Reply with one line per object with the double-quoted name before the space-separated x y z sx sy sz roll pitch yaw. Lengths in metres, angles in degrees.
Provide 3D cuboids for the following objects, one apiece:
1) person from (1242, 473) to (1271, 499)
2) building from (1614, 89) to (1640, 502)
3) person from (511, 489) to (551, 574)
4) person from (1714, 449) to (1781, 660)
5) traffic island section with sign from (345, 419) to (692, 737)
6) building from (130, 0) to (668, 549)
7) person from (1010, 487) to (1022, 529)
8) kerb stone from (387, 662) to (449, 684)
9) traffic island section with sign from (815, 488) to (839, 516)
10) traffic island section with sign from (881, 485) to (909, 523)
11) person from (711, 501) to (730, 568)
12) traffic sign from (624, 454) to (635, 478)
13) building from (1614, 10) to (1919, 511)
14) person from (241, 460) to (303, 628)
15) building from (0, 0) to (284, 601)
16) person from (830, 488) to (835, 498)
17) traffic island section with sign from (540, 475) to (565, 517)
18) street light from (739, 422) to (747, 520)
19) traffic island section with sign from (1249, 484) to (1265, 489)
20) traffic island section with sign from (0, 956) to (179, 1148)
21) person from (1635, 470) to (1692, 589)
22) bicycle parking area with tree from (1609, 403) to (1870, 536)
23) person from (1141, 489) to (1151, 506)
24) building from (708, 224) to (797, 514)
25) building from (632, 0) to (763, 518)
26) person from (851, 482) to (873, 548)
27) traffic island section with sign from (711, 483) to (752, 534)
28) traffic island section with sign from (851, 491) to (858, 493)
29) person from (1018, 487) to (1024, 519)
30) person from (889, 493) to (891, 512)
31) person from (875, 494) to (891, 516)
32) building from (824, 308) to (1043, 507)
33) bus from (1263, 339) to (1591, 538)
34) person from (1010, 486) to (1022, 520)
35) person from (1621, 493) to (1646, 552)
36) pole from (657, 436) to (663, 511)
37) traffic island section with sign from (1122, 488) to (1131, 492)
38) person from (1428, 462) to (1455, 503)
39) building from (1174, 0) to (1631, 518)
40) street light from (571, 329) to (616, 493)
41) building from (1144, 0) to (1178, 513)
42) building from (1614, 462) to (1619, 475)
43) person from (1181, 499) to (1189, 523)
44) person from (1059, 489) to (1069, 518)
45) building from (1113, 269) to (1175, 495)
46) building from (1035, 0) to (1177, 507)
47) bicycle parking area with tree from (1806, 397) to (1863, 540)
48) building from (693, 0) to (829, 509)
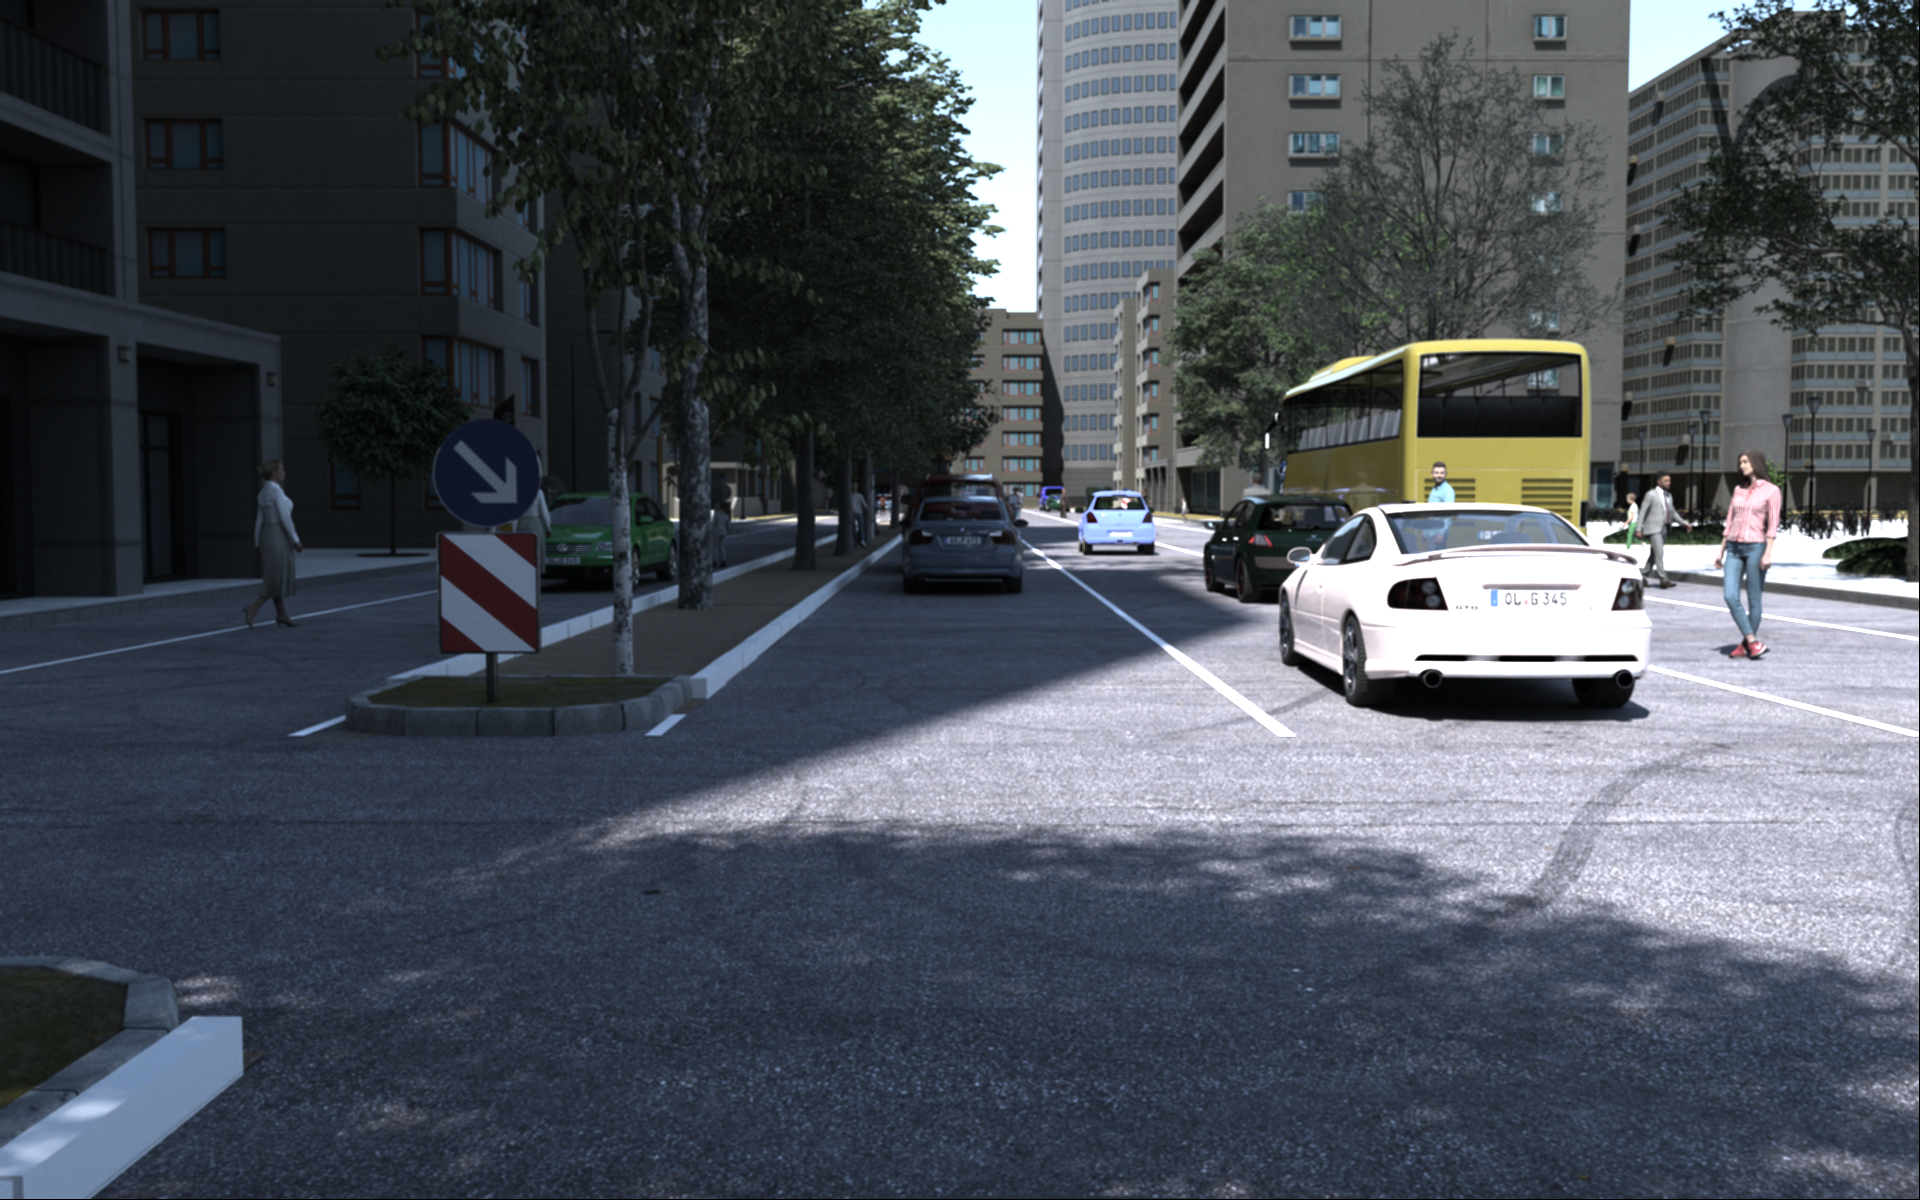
"person" 5.416 -1.395 31.403 0.694 1.812 0.767 0 4 8
"building" 64.736 -30.233 177.900 14.086 41.232 14.154 0 3 0
"person" -5.982 -0.934 23.995 0.478 1.798 0.641 1 4 19
"person" 6.856 -0.404 15.118 0.388 1.821 0.555 -3 5 -41
"traffic island section with sign" -2.865 -0.185 11.169 2.006 1.907 1.989 0 3 0
"building" -25.536 -12.812 54.517 27.650 21.520 28.899 0 3 0
"person" 2.205 -3.785 71.226 0.643 1.720 0.563 3 5 41
"kerb stone" -3.930 0.590 12.552 0.120 0.150 1.000 0 3 0
"traffic island section with sign" -8.655 -6.472 114.450 1.989 1.847 2.006 0 3 0
"traffic island section with sign" -2.911 -4.781 86.308 2.006 1.907 1.989 0 3 0
"person" -4.693 -1.279 33.695 0.394 1.301 0.425 2 4 34
"traffic sign" -10.652 -3.342 54.744 0.768 2.556 0.104 0 4 3
"building" 68.868 -27.722 145.136 23.993 40.220 32.217 0 3 0
"person" -7.362 -0.597 18.482 0.641 1.798 0.478 -2 4 -35
"building" -20.715 -35.600 20.310 20.563 71.187 20.611 0 3 0
"person" -11.299 -8.857 150.841 0.705 1.826 1.348 -2 4 -31
"traffic island section with sign" -8.627 -1.681 36.114 1.989 1.847 2.006 0 3 0
"street light" -10.314 -6.967 86.456 1.470 5.913 1.316 0 3 0
"traffic island section with sign" 10.784 -3.406 64.311 1.989 1.847 2.006 0 3 0
"traffic island section with sign" -2.871 0.268 3.762 2.006 1.907 1.989 0 3 0
"person" 10.618 -1.074 26.335 0.678 1.792 0.850 -2 4 -29
"bicycle parking area with tree" 27.697 -4.546 61.322 8.231 4.147 9.016 -1 4 -22
"person" 10.611 -5.572 100.312 0.721 1.735 1.217 -3 5 -43
"building" -26.219 -17.135 125.190 27.650 21.520 28.899 0 3 0
"building" -28.223 -24.853 98.221 32.217 40.220 23.993 0 3 0
"person" -2.641 -2.231 45.647 0.731 1.740 0.598 -1 4 -20
"traffic island section with sign" -8.641 -3.330 63.069 1.989 1.847 2.006 0 3 0
"traffic island section with sign" -8.680 -8.176 142.298 1.989 1.847 2.006 0 3 0
"person" 2.839 -4.714 85.839 0.793 1.790 0.793 1 4 13
"person" -5.473 -7.964 138.652 1.348 1.831 0.705 3 4 39
"person" -5.115 -6.299 114.754 1.065 1.426 0.557 0 4 -2
"building" -6.278 -20.767 184.573 28.899 21.520 27.650 0 3 0
"bus" 7.528 -2.334 29.709 2.896 3.916 12.252 0 4 2
"person" 2.497 -4.377 80.164 0.694 1.812 0.767 1 4 19
"person" 14.897 -1.711 38.272 0.590 1.304 0.306 0 4 -4
"pole" -10.635 -4.130 61.375 0.158 3.312 0.155 0 3 0
"traffic island section with sign" 10.757 -6.435 113.834 1.989 1.847 2.006 0 3 0
"person" 6.159 -0.835 22.016 0.748 1.841 0.638 1 4 9
"building" 24.566 -29.178 100.760 21.300 48.544 21.600 0 3 0
"street light" -10.373 -4.671 48.915 1.470 5.913 1.316 0 3 0
"building" 24.403 -41.767 121.134 20.563 71.187 20.611 0 3 0
"building" 49.391 -23.380 153.970 14.107 30.474 14.160 0 3 0
"person" 11.219 -4.448 86.238 0.382 1.210 0.505 1 4 10
"person" 6.317 -5.866 104.956 0.434 1.755 0.990 -2 4 -25
"building" 28.216 -18.497 147.460 27.650 21.520 28.899 0 3 0
"building" 22.357 -39.054 180.532 28.212 58.520 21.231 0 3 0
"bicycle parking area with tree" 27.407 -3.845 49.863 9.016 4.147 8.231 -3 4 -36
"building" -19.290 -30.763 153.082 14.200 45.320 14.600 0 3 0
